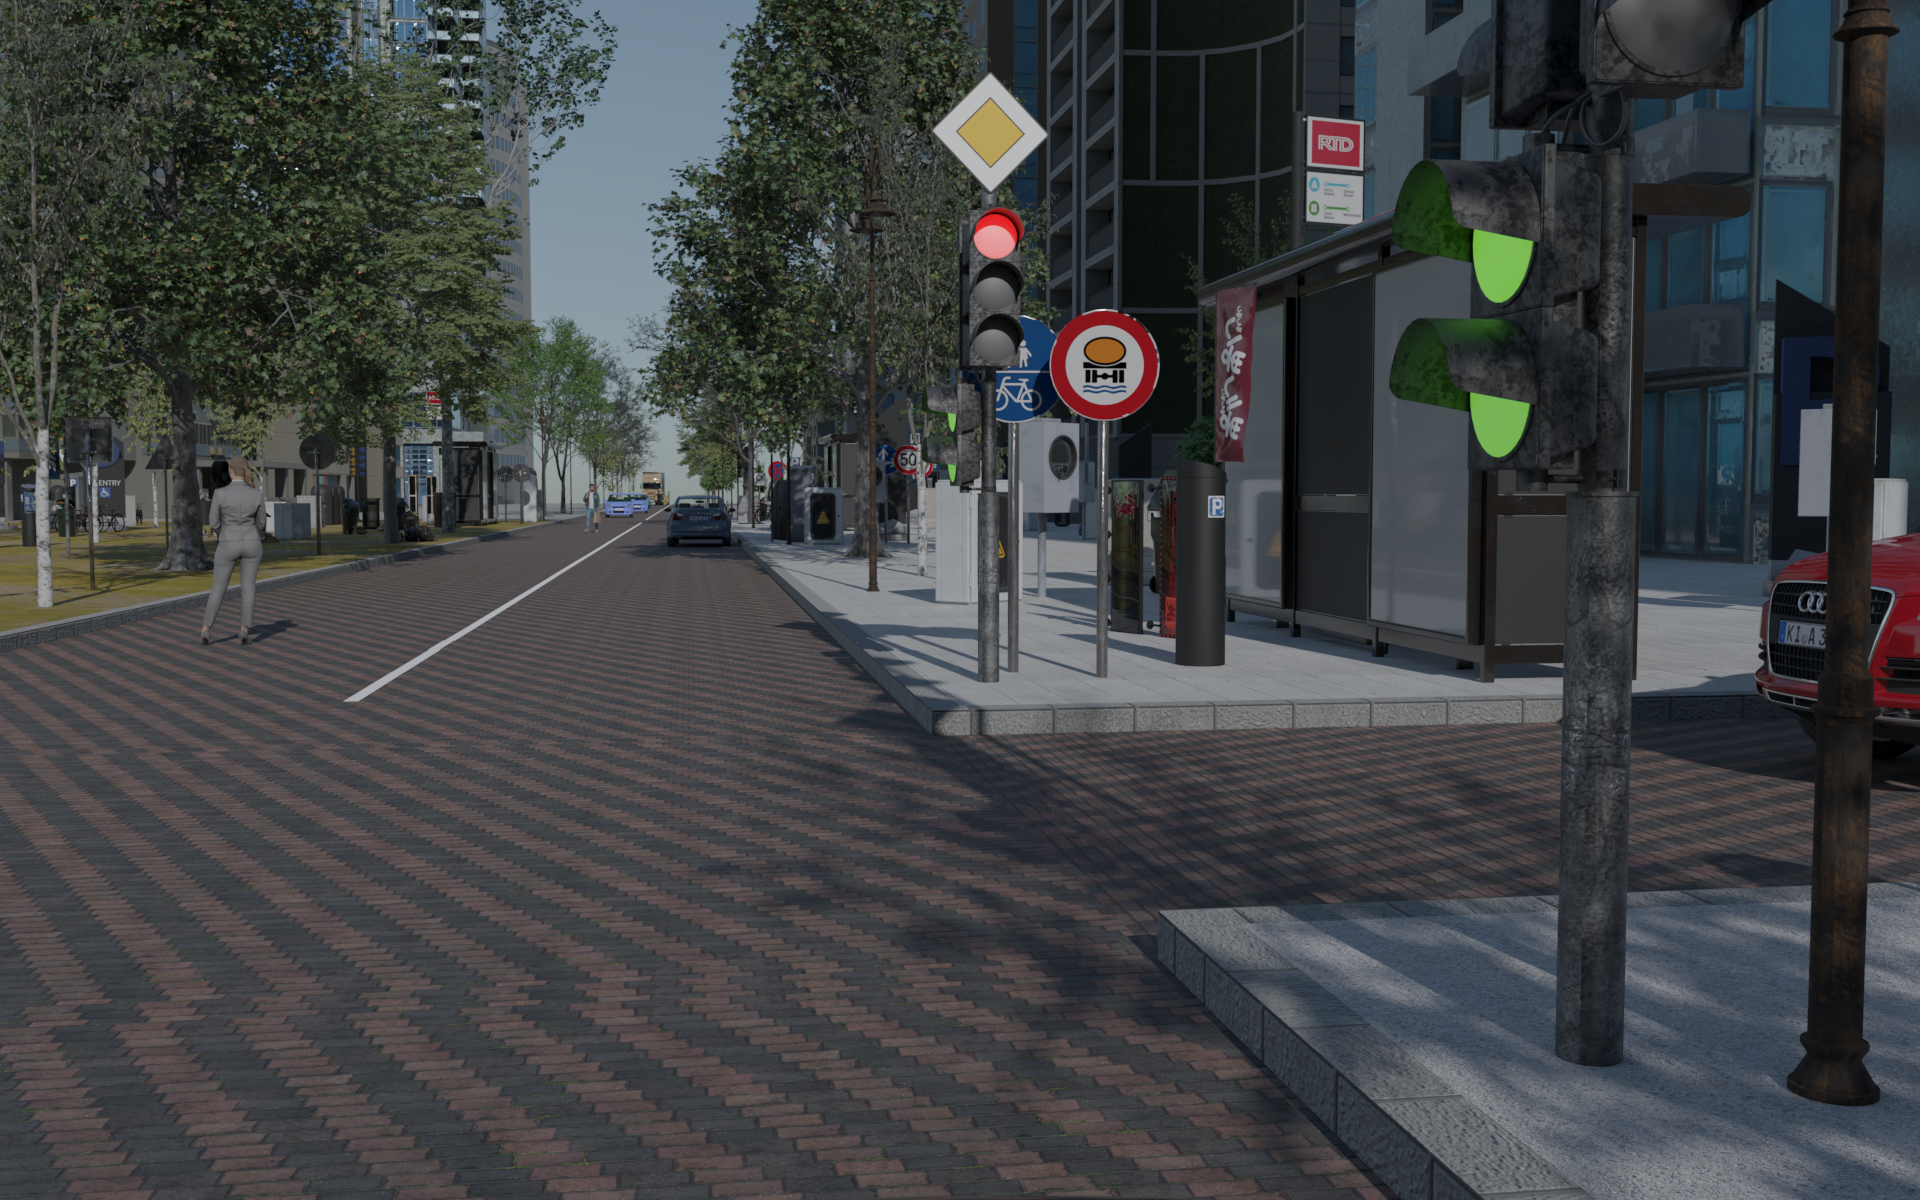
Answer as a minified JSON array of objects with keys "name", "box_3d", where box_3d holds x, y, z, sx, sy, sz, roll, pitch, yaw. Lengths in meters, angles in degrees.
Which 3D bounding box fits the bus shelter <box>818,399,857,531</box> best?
[{"name":"bus shelter","box_3d":[-4.038,-5.274,63.858,2.179,5.291,8.768,-1,4,-9]}]

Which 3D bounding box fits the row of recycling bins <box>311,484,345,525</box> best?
[{"name":"row of recycling bins","box_3d":[-26.533,-4.023,72.883,1.069,1.692,3.534,-1,4,-9]}]

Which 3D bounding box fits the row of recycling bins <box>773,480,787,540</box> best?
[{"name":"row of recycling bins","box_3d":[-4.888,-2.606,49.713,1.069,1.692,3.534,0,4,-8]}]

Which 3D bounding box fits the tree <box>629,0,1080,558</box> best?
[{"name":"tree","box_3d":[-2.036,-7.218,35.026,9.611,12.733,9.660,0,3,0]}]

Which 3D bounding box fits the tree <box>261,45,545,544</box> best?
[{"name":"tree","box_3d":[-14.391,-7.718,44.316,7.486,12.596,7.792,0,3,0]}]

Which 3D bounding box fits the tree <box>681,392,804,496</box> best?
[{"name":"tree","box_3d":[-13.584,-10.817,111.268,8.767,10.594,7.601,1,4,20]}]

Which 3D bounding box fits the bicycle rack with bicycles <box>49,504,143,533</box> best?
[{"name":"bicycle rack with bicycles","box_3d":[-29.036,-2.681,57.223,2.852,0.926,2.925,2,4,35]}]

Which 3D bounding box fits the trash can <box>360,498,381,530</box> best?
[{"name":"trash can","box_3d":[-21.324,-3.122,62.695,0.748,1.137,0.748,0,3,0]}]

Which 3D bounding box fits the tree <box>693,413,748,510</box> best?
[{"name":"tree","box_3d":[-16.882,-10.666,124.750,4.737,8.622,4.395,0,3,0]}]

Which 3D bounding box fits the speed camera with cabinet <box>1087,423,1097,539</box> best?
[{"name":"speed camera with cabinet","box_3d":[3.715,-3.330,48.775,0.660,3.252,2.038,2,4,31]}]

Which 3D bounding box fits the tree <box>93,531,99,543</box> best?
[{"name":"tree","box_3d":[-23.075,-5.835,45.765,4.737,8.622,4.395,0,3,0]}]

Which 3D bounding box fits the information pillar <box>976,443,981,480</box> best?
[{"name":"information pillar","box_3d":[0.449,-3.149,42.840,0.504,3.616,0.183,2,4,31]}]

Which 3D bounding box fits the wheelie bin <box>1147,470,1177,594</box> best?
[{"name":"wheelie bin","box_3d":[2.847,-0.880,22.295,0.693,1.594,0.980,-3,5,-39]}]

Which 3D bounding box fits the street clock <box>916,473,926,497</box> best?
[{"name":"street clock","box_3d":[-1.197,-2.991,53.470,0.358,2.002,0.471,-1,4,-13]}]

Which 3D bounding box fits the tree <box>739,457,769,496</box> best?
[{"name":"tree","box_3d":[-10.292,-5.763,88.823,1.663,3.219,1.824,0,3,0]}]

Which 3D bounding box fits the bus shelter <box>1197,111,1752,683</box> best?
[{"name":"bus shelter","box_3d":[3.682,-2.343,15.936,2.179,5.291,8.768,-1,4,-9]}]

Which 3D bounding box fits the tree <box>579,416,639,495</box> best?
[{"name":"tree","box_3d":[-32.139,-12.462,154.112,4.737,8.622,4.395,0,3,0]}]

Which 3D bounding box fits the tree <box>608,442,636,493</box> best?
[{"name":"tree","box_3d":[-42.688,-16.341,217.538,4.360,8.622,3.978,0,3,0]}]

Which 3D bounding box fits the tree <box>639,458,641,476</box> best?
[{"name":"tree","box_3d":[-36.633,-14.043,179.959,4.737,8.622,4.395,0,3,0]}]

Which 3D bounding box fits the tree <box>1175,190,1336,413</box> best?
[{"name":"tree","box_3d":[7.388,-5.559,41.251,4.737,8.622,4.395,0,3,0]}]

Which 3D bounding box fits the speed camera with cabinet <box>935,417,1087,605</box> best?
[{"name":"speed camera with cabinet","box_3d":[0.591,-1.614,20.722,0.660,3.252,2.038,3,5,42]}]

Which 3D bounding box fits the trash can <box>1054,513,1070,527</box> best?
[{"name":"trash can","box_3d":[4.018,-3.449,68.038,0.748,1.137,0.748,0,3,0]}]

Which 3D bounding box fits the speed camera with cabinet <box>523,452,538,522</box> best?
[{"name":"speed camera with cabinet","box_3d":[-19.811,-5.234,79.907,0.660,3.252,2.038,-1,4,-12]}]

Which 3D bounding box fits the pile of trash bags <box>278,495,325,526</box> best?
[{"name":"pile of trash bags","box_3d":[-26.971,-3.603,68.660,3.447,1.369,1.912,-1,4,-13]}]

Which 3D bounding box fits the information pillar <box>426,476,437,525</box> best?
[{"name":"information pillar","box_3d":[-21.931,-4.124,71.911,0.304,2.012,0.304,2,4,26]}]

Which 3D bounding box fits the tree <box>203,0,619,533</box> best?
[{"name":"tree","box_3d":[-18.285,-12.298,56.962,12.611,20.169,13.585,0,3,0]}]

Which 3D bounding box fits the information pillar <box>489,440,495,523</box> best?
[{"name":"information pillar","box_3d":[-20.567,-5.172,75.915,0.183,3.616,0.504,-2,4,-29]}]

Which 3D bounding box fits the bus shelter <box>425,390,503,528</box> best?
[{"name":"bus shelter","box_3d":[-19.992,-5.639,69.824,2.179,5.291,8.768,-1,4,-9]}]

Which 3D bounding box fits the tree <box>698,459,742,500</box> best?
[{"name":"tree","box_3d":[-19.644,-9.786,143.710,4.285,4.588,4.351,0,3,0]}]

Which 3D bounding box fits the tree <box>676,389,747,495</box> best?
[{"name":"tree","box_3d":[-24.402,-15.486,171.317,7.486,12.596,7.792,0,3,0]}]

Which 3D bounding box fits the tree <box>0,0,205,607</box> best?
[{"name":"tree","box_3d":[-10.666,-4.232,19.562,4.360,8.622,3.978,0,3,0]}]

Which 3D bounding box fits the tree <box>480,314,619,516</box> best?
[{"name":"tree","box_3d":[-23.827,-10.620,99.394,9.928,11.665,9.643,0,3,0]}]

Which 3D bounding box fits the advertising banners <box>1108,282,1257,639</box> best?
[{"name":"advertising banners","box_3d":[1.913,-1.167,15.275,0.090,3.025,2.074,-2,4,-31]}]

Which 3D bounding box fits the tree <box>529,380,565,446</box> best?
[{"name":"tree","box_3d":[-28.833,-13.847,136.764,12.009,13.543,11.850,0,3,0]}]

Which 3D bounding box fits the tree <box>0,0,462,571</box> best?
[{"name":"tree","box_3d":[-13.206,-6.861,29.184,9.611,12.733,9.660,0,3,0]}]

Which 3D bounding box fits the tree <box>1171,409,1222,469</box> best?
[{"name":"tree","box_3d":[9.373,-4.842,62.883,4.285,4.588,4.351,0,3,0]}]

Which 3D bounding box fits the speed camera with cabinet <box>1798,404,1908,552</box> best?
[{"name":"speed camera with cabinet","box_3d":[9.500,-1.471,18.388,0.660,3.252,2.038,3,5,42]}]

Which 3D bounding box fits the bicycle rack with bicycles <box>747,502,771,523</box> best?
[{"name":"bicycle rack with bicycles","box_3d":[-8.357,-3.892,77.012,2.852,0.926,2.925,3,5,39]}]

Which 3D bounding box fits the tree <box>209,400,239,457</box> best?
[{"name":"tree","box_3d":[-30.743,-7.063,65.848,4.737,8.622,4.395,0,3,0]}]

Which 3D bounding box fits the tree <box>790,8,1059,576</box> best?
[{"name":"tree","box_3d":[-0.567,-4.670,26.724,4.360,8.622,3.978,0,3,0]}]

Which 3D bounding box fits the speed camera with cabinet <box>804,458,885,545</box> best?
[{"name":"speed camera with cabinet","box_3d":[-2.941,-3.045,44.116,2.038,3.252,0.660,0,4,-6]}]

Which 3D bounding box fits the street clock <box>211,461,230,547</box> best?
[{"name":"street clock","box_3d":[-16.052,-2.024,37.658,0.358,2.002,0.471,0,4,-1]}]

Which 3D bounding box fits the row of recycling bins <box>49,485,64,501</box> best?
[{"name":"row of recycling bins","box_3d":[-41.099,-4.446,79.810,1.069,1.692,3.534,2,4,31]}]

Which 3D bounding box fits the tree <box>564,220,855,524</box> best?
[{"name":"tree","box_3d":[-9.030,-9.983,73.593,12.009,13.543,11.850,0,3,0]}]

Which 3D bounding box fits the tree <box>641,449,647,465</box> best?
[{"name":"tree","box_3d":[-45.309,-17.672,239.305,4.737,8.622,4.395,0,3,0]}]

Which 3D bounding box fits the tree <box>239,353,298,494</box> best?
[{"name":"tree","box_3d":[-29.831,-7.508,73.118,4.737,8.622,4.395,0,3,0]}]

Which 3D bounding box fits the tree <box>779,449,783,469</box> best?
[{"name":"tree","box_3d":[-5.465,-6.429,55.475,4.360,8.622,3.978,0,3,0]}]
